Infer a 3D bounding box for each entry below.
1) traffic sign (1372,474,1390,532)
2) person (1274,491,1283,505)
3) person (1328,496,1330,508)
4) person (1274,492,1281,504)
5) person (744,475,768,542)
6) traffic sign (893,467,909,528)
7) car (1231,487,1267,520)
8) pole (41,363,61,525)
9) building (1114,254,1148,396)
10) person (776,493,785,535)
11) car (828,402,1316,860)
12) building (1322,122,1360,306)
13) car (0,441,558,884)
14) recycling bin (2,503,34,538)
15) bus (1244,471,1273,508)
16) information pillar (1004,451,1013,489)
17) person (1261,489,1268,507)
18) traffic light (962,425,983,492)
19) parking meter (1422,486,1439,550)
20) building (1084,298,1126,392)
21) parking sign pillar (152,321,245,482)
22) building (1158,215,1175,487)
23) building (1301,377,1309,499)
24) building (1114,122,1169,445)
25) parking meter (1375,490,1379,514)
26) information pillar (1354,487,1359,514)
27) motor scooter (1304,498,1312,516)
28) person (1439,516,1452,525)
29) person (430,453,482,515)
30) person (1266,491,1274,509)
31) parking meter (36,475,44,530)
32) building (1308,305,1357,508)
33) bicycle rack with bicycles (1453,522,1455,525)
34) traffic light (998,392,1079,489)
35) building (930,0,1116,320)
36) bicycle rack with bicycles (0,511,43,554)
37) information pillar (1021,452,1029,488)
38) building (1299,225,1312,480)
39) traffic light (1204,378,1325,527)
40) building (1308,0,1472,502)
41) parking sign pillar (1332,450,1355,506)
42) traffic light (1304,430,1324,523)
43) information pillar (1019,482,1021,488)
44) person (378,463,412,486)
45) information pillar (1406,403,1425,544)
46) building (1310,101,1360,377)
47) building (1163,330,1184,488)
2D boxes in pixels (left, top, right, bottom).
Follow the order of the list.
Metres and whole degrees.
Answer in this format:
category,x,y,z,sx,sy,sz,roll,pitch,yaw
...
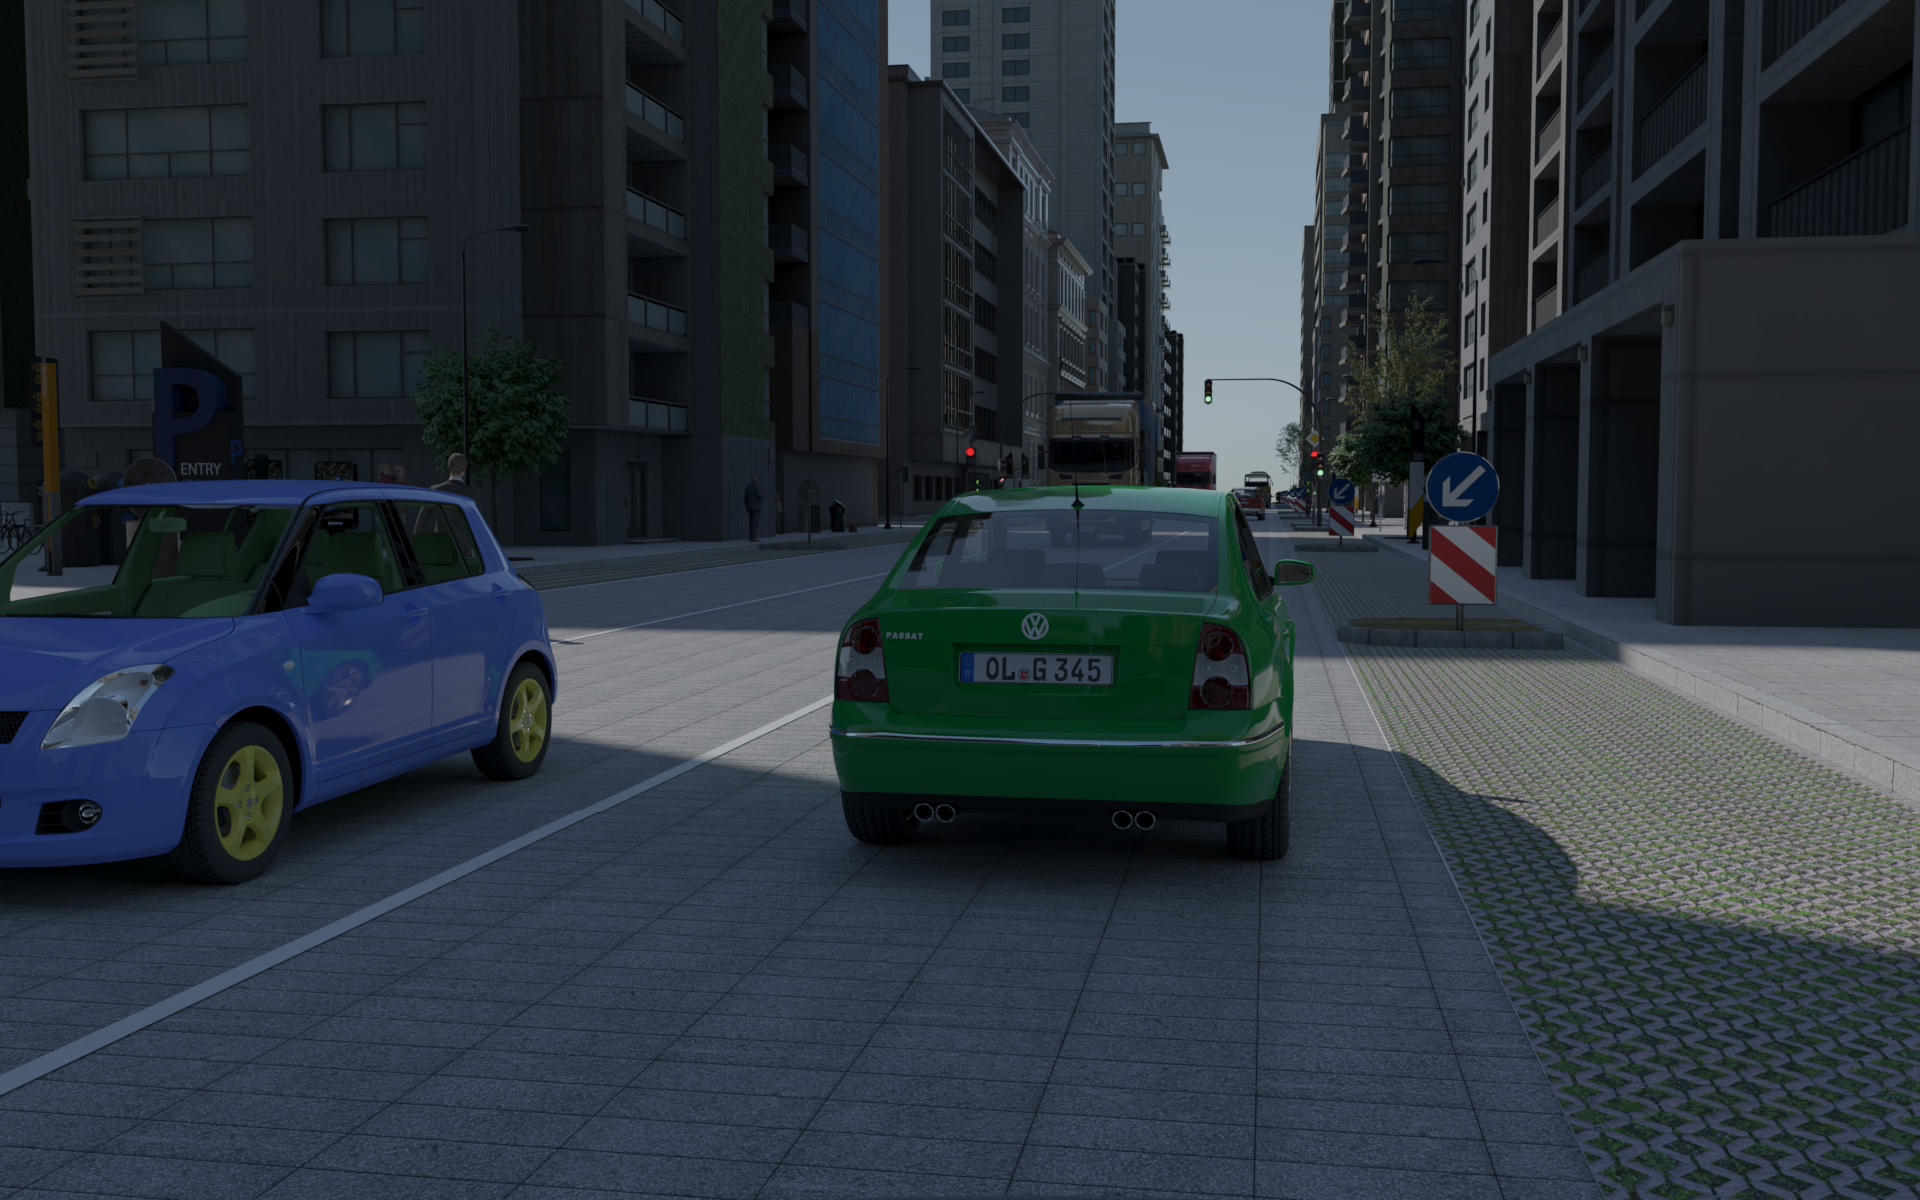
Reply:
category,x,y,z,sx,sy,sz,roll,pitch,yaw
traffic sign,14.301,-3.470,58.864,0.606,2.300,0.079,1,4,19
person,43.596,-13.958,236.678,1.348,1.831,0.705,-1,4,-11
person,32.661,-8.937,152.878,0.721,1.735,1.217,0,4,8
person,44.800,-14.405,244.735,0.721,1.735,1.217,-3,5,-42
person,-5.510,-2.483,46.816,0.661,1.801,0.590,2,4,35
traffic sign,-2.212,-3.834,64.818,0.606,2.300,0.079,1,4,15
car,15.770,-5.316,95.590,2.281,1.827,5.304,1,4,12
pole,-14.208,-2.033,27.087,0.158,3.312,0.155,0,3,0
building,15.184,-26.792,209.752,14.160,30.474,14.107,1,4,10
person,-5.787,-2.721,54.808,0.640,1.303,0.475,2,4,28
car,0.705,0.031,8.286,1.959,1.807,4.718,1,4,11
building,47.262,-31.122,192.434,14.154,41.232,14.086,1,4,10
car,-3.218,0.122,7.598,1.945,1.707,3.694,1,4,11
recycling bin,-27.553,-2.332,50.678,0.722,1.027,0.722,-1,4,-21
bus,32.021,-11.892,185.981,2.896,3.916,12.252,1,4,11
information pillar,2.625,-6.219,93.042,0.504,3.616,0.183,0,4,8
person,21.866,-7.072,124.477,0.532,1.782,0.716,-1,4,-18
traffic light,0.478,-4.960,70.017,0.839,4.253,0.868,1,4,10
parking meter,10.864,-1.930,39.962,0.372,1.533,0.369,0,3,0
building,1.123,-19.825,169.176,27.650,21.520,28.899,1,4,10
parking sign pillar,-11.790,-2.346,26.821,1.447,3.967,1.447,1,4,11
building,22.362,-40.339,279.155,23.786,49.044,30.456,1,4,10
building,66.941,-25.829,267.337,27.650,21.520,28.899,1,4,10
building,15.059,-40.472,250.963,28.713,52.752,27.495,1,4,10
parking meter,26.412,-6.221,110.129,0.372,1.533,0.369,0,3,0
information pillar,26.037,-7.492,113.841,0.504,3.616,0.183,-3,5,-43
motor scooter,22.151,-5.964,110.296,0.815,1.314,1.986,1,4,10
person,14.951,-2.898,53.636,0.699,1.804,1.509,3,4,37
person,-5.222,-0.586,17.851,0.659,1.850,0.755,0,4,-1
person,28.957,-9.339,161.728,0.617,1.759,0.750,3,5,42
parking meter,-27.650,-2.848,52.280,0.255,1.863,0.399,0,4,-5
building,49.209,-19.931,170.904,27.650,21.520,28.899,1,4,10
bicycle rack with bicycles,18.923,-3.176,65.303,2.852,0.926,2.925,0,4,2
traffic light,3.951,-6.292,77.548,4.771,5.953,1.251,1,4,10
building,8.699,-46.073,191.542,20.563,71.187,20.611,1,4,10
bicycle rack with bicycles,-20.158,-1.412,36.460,2.925,0.926,2.852,2,4,32
information pillar,3.623,-6.447,96.756,0.504,3.616,0.183,-3,4,-39
building,68.444,-40.877,292.038,21.300,48.544,21.600,1,4,10
traffic light,11.955,-5.700,67.858,4.771,5.953,1.251,1,4,10
building,59.762,-49.159,241.999,20.563,71.187,20.611,1,4,10
parking sign pillar,23.206,-7.116,104.821,1.447,3.967,1.447,3,5,39
traffic light,15.428,-5.295,75.495,0.839,4.253,0.868,1,4,10
information pillar,3.667,-5.971,102.123,0.304,2.012,0.304,-1,4,-23
person,-10.120,-1.520,30.865,0.573,1.828,0.580,2,4,35
information pillar,11.804,-3.268,44.787,0.504,3.616,0.183,-3,4,-37
building,53.880,-35.806,209.127,21.300,48.544,21.600,1,4,10
building,31.424,-32.355,300.705,14.160,30.474,14.107,1,4,10
